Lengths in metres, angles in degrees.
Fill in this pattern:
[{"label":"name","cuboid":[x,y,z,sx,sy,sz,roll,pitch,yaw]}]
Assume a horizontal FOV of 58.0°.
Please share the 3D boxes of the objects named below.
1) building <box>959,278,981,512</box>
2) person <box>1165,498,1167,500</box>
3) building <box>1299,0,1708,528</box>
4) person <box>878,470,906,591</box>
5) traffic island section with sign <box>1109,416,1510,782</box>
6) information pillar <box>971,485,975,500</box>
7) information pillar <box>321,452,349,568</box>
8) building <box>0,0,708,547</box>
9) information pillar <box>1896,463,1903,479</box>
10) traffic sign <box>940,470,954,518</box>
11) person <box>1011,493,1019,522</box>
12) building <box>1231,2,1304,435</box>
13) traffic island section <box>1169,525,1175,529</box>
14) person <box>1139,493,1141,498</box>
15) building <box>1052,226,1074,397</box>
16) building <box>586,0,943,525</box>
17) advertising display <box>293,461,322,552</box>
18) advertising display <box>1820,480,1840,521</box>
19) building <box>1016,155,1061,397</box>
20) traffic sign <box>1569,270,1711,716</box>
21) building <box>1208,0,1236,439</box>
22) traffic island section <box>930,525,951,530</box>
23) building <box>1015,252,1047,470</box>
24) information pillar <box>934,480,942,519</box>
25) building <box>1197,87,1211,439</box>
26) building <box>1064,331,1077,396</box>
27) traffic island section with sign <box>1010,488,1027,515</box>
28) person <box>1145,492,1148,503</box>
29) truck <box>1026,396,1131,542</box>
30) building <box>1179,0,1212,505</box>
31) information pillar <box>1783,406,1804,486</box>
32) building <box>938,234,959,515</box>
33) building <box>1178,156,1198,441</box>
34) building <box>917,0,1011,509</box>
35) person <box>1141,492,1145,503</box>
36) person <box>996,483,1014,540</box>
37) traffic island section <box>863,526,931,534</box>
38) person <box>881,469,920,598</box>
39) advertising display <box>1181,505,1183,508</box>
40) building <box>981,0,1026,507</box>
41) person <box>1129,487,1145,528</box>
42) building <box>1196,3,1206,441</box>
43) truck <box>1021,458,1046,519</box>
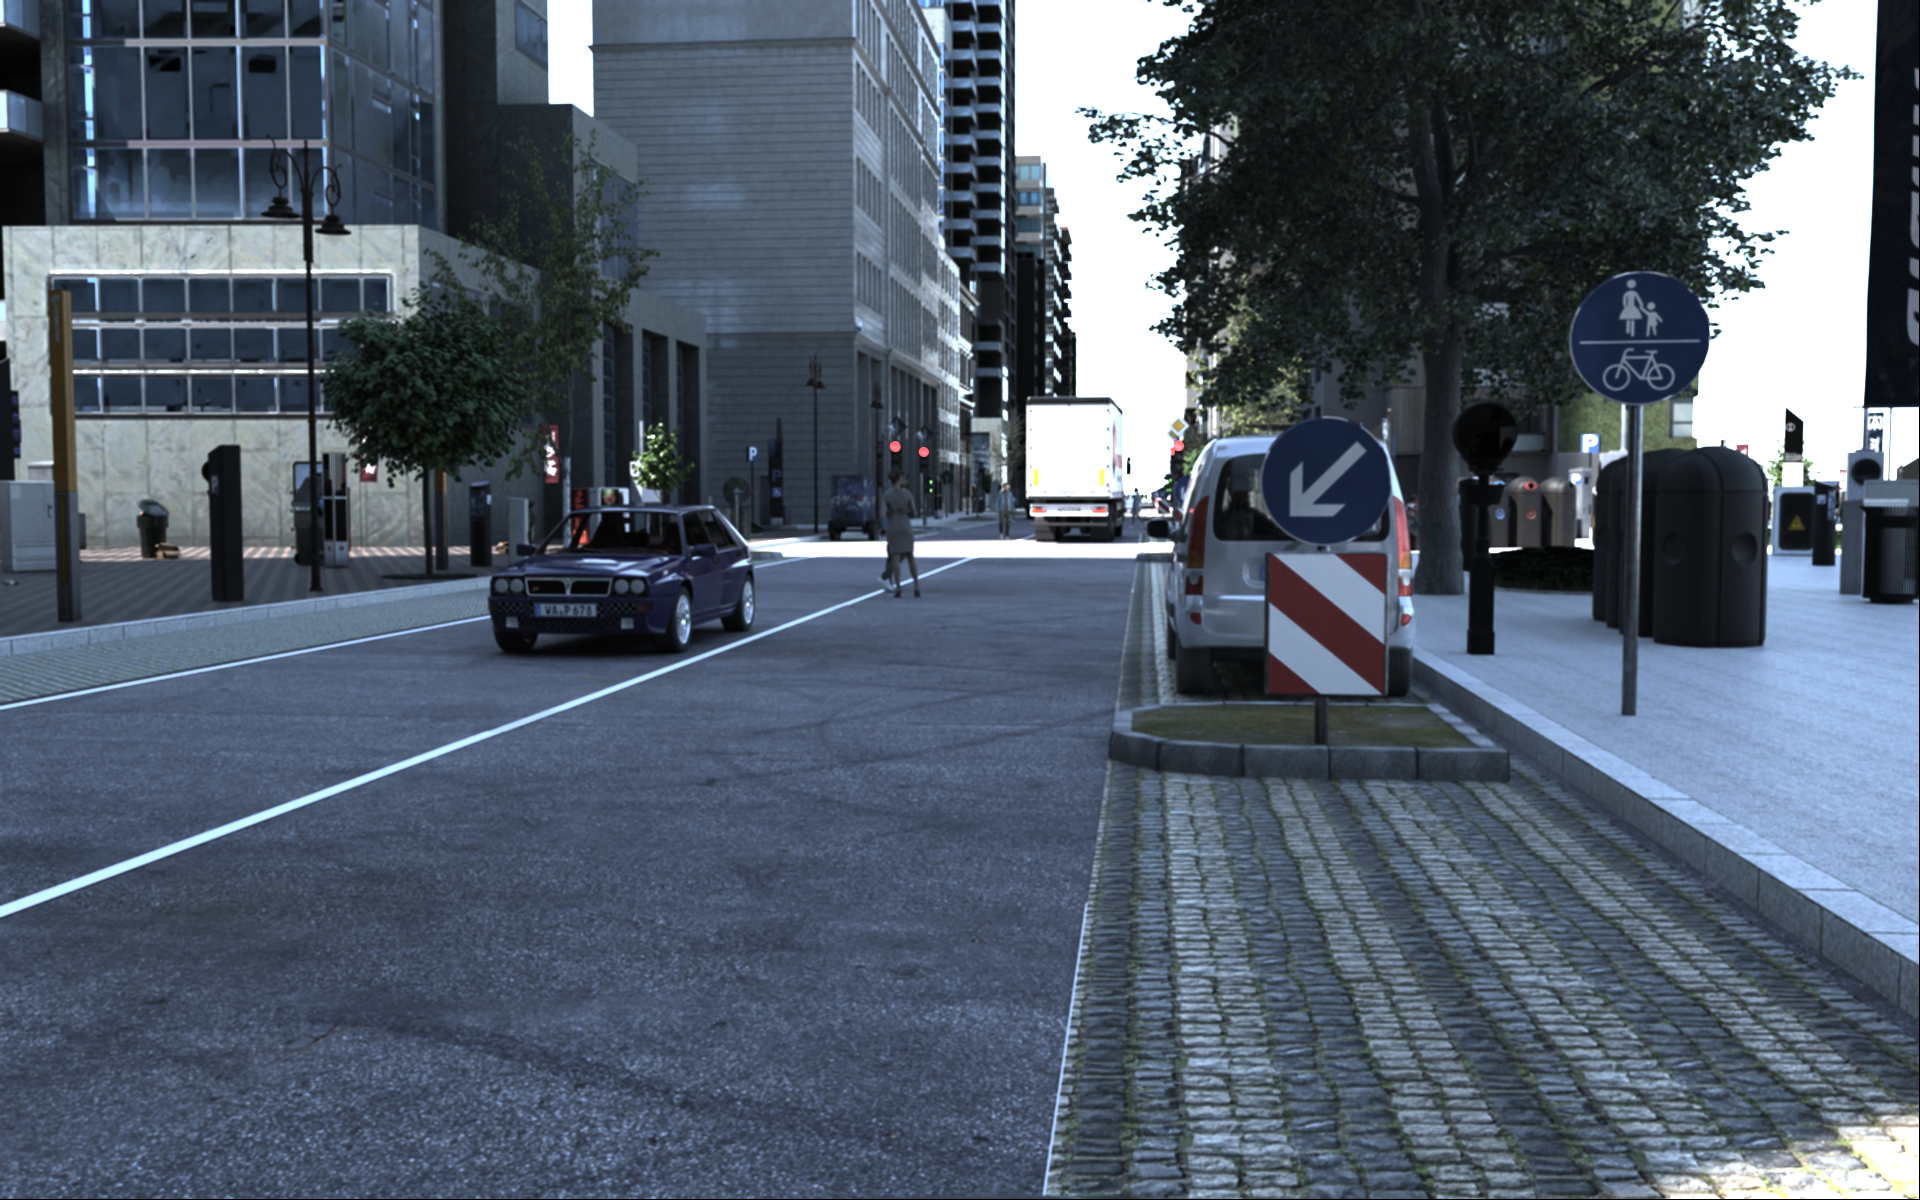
[{"label":"building","cuboid":[-4.645,-16.072,127.410,10.561,19.102,19.286,0,4,6]},{"label":"person","cuboid":[14.726,-7.057,124.158,0.850,1.792,0.678,0,4,2]},{"label":"building","cuboid":[21.974,-23.781,72.421,14.086,41.232,14.154,0,4,6]},{"label":"person","cuboid":[-1.002,-1.014,25.416,0.444,1.785,0.601,-1,4,-10]},{"label":"traffic island section with sign","cuboid":[1.836,-0.059,9.598,1.989,1.847,2.006,0,4,6]},{"label":"information pillar","cuboid":[1.051,-8.540,144.126,0.304,2.012,0.304,0,4,-3]},{"label":"information pillar","cuboid":[-10.870,-1.569,30.147,0.304,2.012,0.304,2,4,34]},{"label":"building","cuboid":[-25.774,-45.152,50.908,31.000,86.520,22.319,0,4,6]},{"label":"information pillar","cuboid":[70.988,-8.537,130.931,0.504,3.616,0.183,0,4,-2]},{"label":"traffic sign","cuboid":[-0.714,-5.678,92.939,0.768,2.556,0.104,1,4,15]},{"label":"person","cuboid":[2.712,-4.732,88.458,0.523,1.515,0.503,-3,5,-43]},{"label":"building","cuboid":[22.707,-20.063,99.732,14.160,30.474,14.107,0,4,6]},{"label":"traffic island section","cuboid":[8.584,-2.877,69.318,2.009,0.180,2.903,0,4,6]},{"label":"person","cuboid":[28.766,-16.539,278.935,0.705,1.821,1.348,3,5,39]},{"label":"building","cuboid":[6.585,-37.955,275.184,22.147,44.769,28.867,0,4,6]},{"label":"building","cuboid":[-8.133,-18.861,85.865,11.434,29.767,29.804,0,4,6]},{"label":"advertising display","cuboid":[-12.659,-1.777,34.262,0.974,1.923,0.123,-1,4,-10]},{"label":"advertising display","cuboid":[40.628,-4.639,81.062,0.974,1.923,0.123,3,5,45]},{"label":"building","cuboid":[2.749,-38.292,245.689,23.786,49.044,30.456,0,4,6]},{"label":"traffic sign","cuboid":[3.886,-0.604,9.984,0.768,2.556,0.104,1,4,11]},{"label":"building","cuboid":[29.068,-35.808,127.467,21.231,58.520,28.212,0,4,6]},{"label":"traffic island section","cuboid":[-1.449,-2.943,70.399,2.009,0.180,2.903,0,4,6]},{"label":"building","cuboid":[2.854,-26.507,205.091,14.160,30.474,14.107,0,4,6]},{"label":"information pillar","cuboid":[-1.125,-5.193,89.392,0.304,2.012,0.304,-3,5,-41]},{"label":"building","cuboid":[34.908,-33.692,170.475,23.786,49.044,30.456,0,4,6]},{"label":"building","cuboid":[12.750,-32.104,296.593,14.160,30.474,14.107,0,4,6]},{"label":"traffic island section with sign","cuboid":[3.891,-6.810,119.974,1.989,1.847,2.006,0,4,6]},{"label":"person","cuboid":[28.644,-15.685,265.864,0.541,1.710,0.530,1,4,20]},{"label":"truck","cuboid":[3.875,-4.059,55.277,2.839,4.237,11.283,0,4,8]},{"label":"building","cuboid":[36.907,-54.269,199.964,22.319,86.520,31.000,0,4,6]},{"label":"information pillar","cuboid":[22.182,-3.352,46.161,0.504,3.616,0.183,1,4,18]},{"label":"building","cuboid":[-6.112,-15.572,109.359,10.420,20.320,16.860,0,4,6]},{"label":"building","cuboid":[47.588,-41.174,262.431,28.713,52.752,27.495,0,4,6]},{"label":"building","cuboid":[-5.946,-51.849,160.397,22.319,86.520,31.000,0,4,6]},{"label":"person","cuboid":[28.921,-16.158,273.210,0.750,1.759,0.617,-3,5,-44]},{"label":"person","cuboid":[1.409,-2.776,54.235,0.601,1.785,0.444,0,4,-5]},{"label":"traffic island section","cuboid":[-2.304,-2.457,62.460,2.009,0.180,2.903,0,4,6]},{"label":"person","cuboid":[-0.826,-0.929,24.035,0.599,1.781,0.374,-1,4,-15]},{"label":"advertising display","cuboid":[17.891,-8.221,139.632,0.123,1.923,0.974,0,4,-2]},{"label":"building","cuboid":[-2.319,-45.757,186.382,20.563,71.187,20.611,0,4,6]},{"label":"person","cuboid":[7.459,-3.903,73.059,0.760,1.731,0.466,-2,4,-35]},{"label":"building","cuboid":[41.050,-48.924,238.164,20.563,71.187,20.611,0,4,6]},{"label":"truck","cuboid":[5.329,-6.948,102.508,2.839,4.237,11.283,0,4,6]}]
